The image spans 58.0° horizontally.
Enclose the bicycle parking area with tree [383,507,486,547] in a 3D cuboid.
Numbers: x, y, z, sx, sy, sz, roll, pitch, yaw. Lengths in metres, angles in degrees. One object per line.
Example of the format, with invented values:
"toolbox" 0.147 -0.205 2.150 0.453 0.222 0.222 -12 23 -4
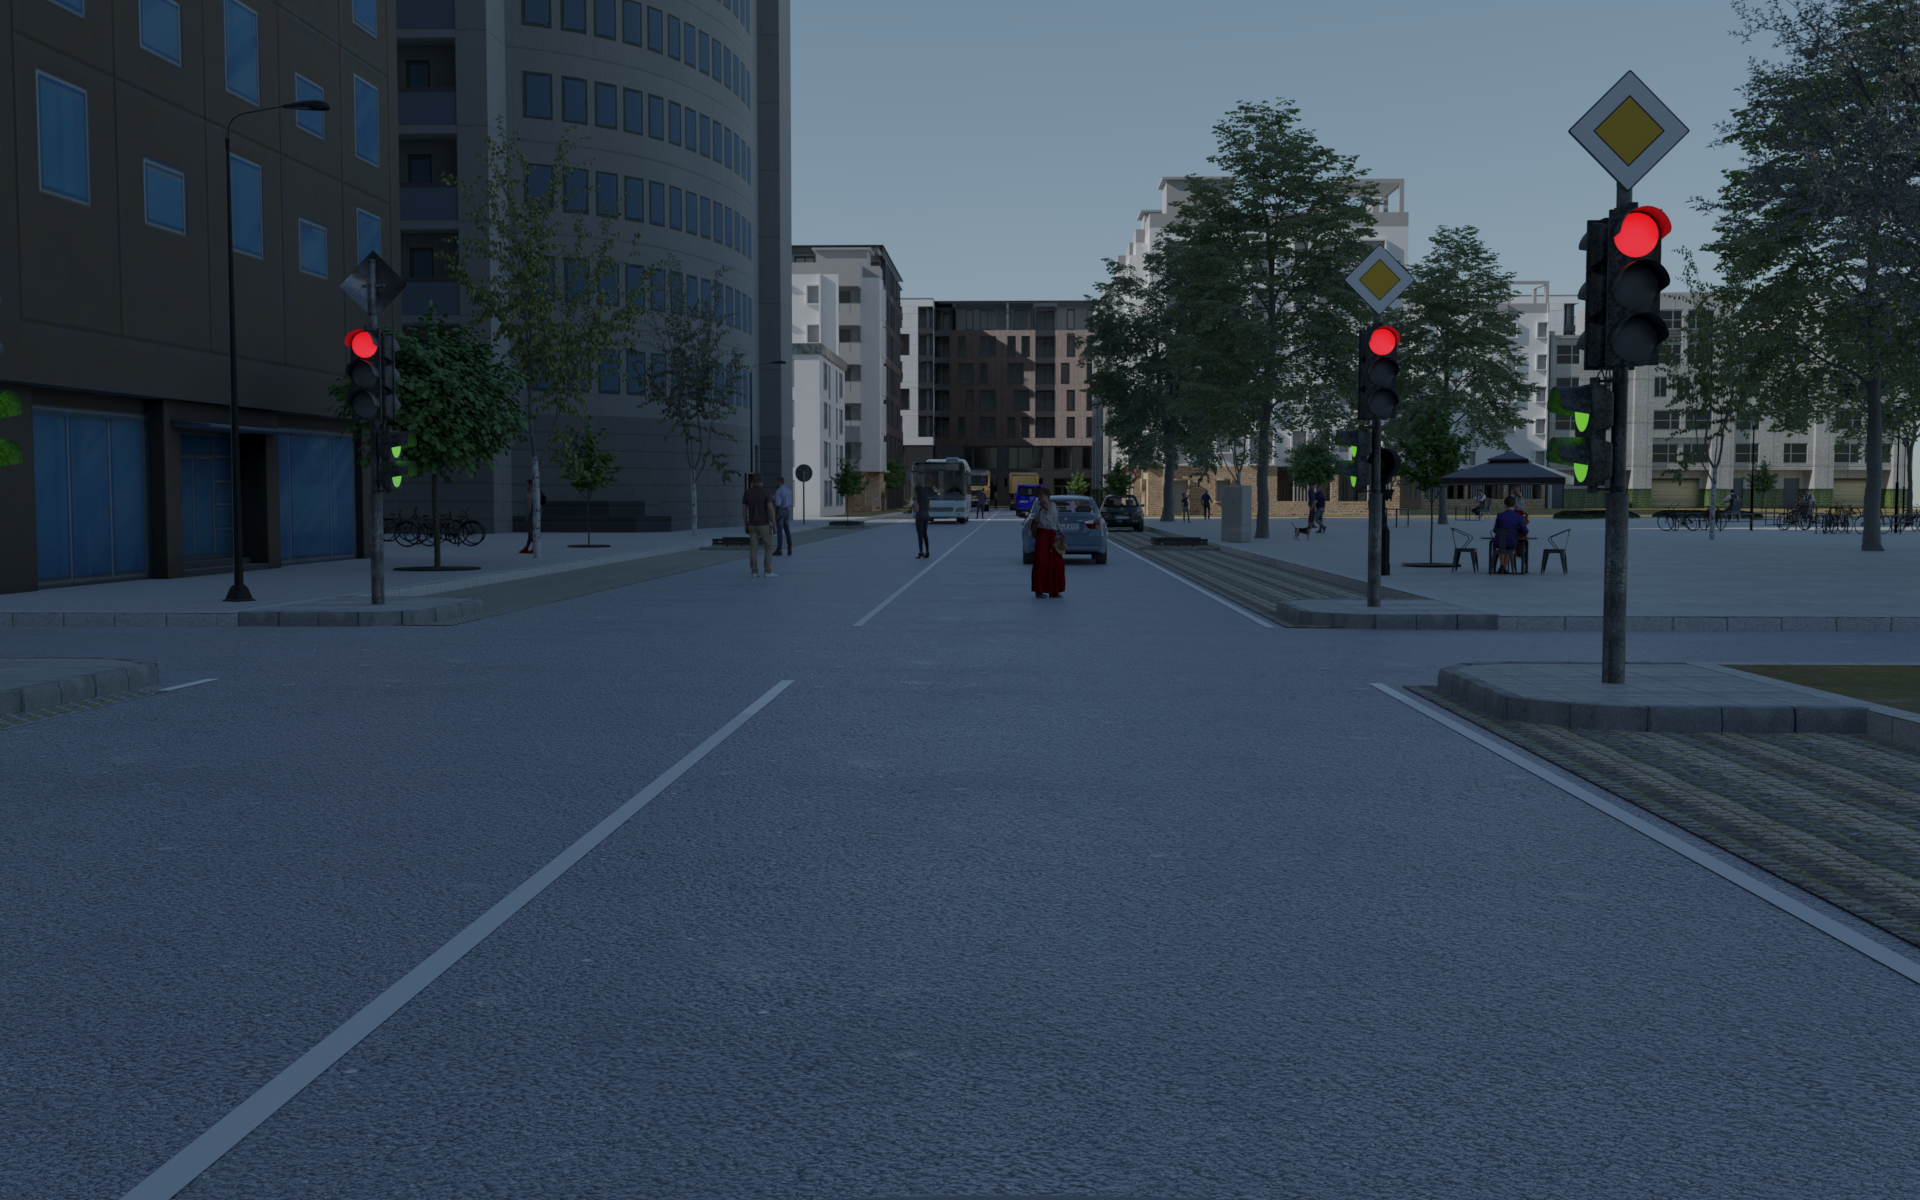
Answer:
"bicycle parking area with tree" -16.418 -3.517 44.512 9.016 4.147 8.231 0 4 -6

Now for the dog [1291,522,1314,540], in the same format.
"dog" 9.574 -1.930 48.378 0.540 0.507 0.406 -1 4 -15

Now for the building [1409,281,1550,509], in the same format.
"building" 46.536 -18.589 160.357 11.380 20.091 16.016 0 4 2

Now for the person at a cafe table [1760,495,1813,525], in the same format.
"person at a cafe table" 34.105 -3.694 71.266 1.726 1.238 1.698 3 5 43

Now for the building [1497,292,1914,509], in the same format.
"building" 67.975 -17.965 160.187 31.486 18.905 16.747 0 4 2

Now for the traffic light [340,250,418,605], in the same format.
"traffic light" -6.752 -1.903 20.028 0.839 4.253 0.868 0 4 2

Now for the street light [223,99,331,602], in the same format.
"street light" -8.100 -2.937 20.556 1.470 5.913 1.316 0 4 2

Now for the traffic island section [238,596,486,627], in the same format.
"traffic island section" -6.792 0.129 20.164 2.009 0.180 2.903 0 4 2

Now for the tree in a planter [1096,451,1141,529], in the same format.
"tree in a planter" 6.552 -4.547 71.573 1.991 3.239 1.994 0 4 2

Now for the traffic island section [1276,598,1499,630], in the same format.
"traffic island section" 4.743 0.154 19.758 2.009 0.180 2.903 0 4 2

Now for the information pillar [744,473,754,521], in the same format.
"information pillar" -7.198 -3.355 59.340 0.304 2.012 0.304 -2 4 -26

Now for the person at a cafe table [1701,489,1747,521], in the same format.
"person at a cafe table" 35.588 -4.390 80.291 1.698 1.524 1.622 -1 4 -9

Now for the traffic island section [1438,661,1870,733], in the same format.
"traffic island section" 4.464 0.642 11.778 2.009 0.180 2.903 0 4 2

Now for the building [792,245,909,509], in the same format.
"building" -22.089 -19.119 156.565 32.646 21.610 27.936 0 4 2

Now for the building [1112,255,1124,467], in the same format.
"building" 18.761 -16.174 120.868 16.016 20.091 11.380 0 4 2

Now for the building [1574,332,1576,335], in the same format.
"building" 69.331 -20.144 185.772 11.380 20.091 16.016 0 4 2

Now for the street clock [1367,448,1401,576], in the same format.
"street clock" 6.660 -1.388 27.262 0.471 2.002 0.358 3 4 37

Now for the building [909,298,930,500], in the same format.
"building" -18.614 -21.466 194.941 32.646 21.610 27.936 0 4 2

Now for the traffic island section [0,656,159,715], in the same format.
"traffic island section" -7.070 0.618 12.184 2.009 0.180 2.903 0 4 2

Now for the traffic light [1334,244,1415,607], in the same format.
"traffic light" 4.703 -1.879 19.646 0.839 4.253 0.868 0 4 2

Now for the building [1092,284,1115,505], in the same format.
"building" 20.805 -17.583 153.935 16.747 18.905 31.486 0 4 2

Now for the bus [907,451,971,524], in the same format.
"bus" -0.853 -5.634 86.972 2.948 3.499 13.247 0 4 1

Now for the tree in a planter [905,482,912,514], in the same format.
"tree in a planter" -2.880 -7.670 122.619 1.991 3.239 1.994 0 4 2

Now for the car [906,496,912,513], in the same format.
"car" -2.929 -7.147 127.072 2.015 1.641 3.980 0 4 3

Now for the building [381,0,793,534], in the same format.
"building" -19.015 -32.183 68.193 21.231 58.520 28.212 0 4 2

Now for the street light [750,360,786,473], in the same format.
"street light" -6.729 -5.371 60.363 1.470 5.913 1.316 0 4 2

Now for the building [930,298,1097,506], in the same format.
"building" 13.991 -21.359 193.201 32.646 21.610 27.936 0 4 2

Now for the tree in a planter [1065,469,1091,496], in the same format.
"tree in a planter" 8.317 -7.632 122.002 1.991 3.239 1.994 0 4 2

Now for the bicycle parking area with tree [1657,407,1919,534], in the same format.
"bicycle parking area with tree" 29.236 -4.401 58.954 9.016 4.147 8.231 -1 4 -19

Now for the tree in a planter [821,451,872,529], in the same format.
"tree in a planter" -4.664 -4.558 71.745 1.991 3.239 1.994 0 4 2

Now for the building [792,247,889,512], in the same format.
"building" -13.513 -16.802 131.132 16.016 20.091 11.380 0 4 2

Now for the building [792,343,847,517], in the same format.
"building" -11.738 -10.299 110.539 9.099 9.664 28.070 0 4 2

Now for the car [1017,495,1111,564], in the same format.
"car" 2.205 -1.513 36.736 2.014 1.417 4.499 0 4 3

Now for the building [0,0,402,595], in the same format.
"building" -18.534 -23.078 27.430 14.600 45.320 14.200 0 4 2

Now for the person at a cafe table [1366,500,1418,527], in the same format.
"person at a cafe table" 16.451 -3.428 66.914 1.726 1.238 1.698 -3 4 -38

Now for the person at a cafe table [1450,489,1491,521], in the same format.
"person at a cafe table" 24.992 -4.631 84.227 1.622 1.524 1.698 -1 4 -11

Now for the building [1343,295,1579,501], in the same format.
"building" 47.527 -21.291 192.088 32.646 21.610 27.936 0 4 2

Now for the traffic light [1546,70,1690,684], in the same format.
"traffic light" 4.424 -1.391 11.665 0.839 4.253 0.868 0 4 2

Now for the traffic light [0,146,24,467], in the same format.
"traffic light" -7.031 -1.415 12.048 0.839 4.253 0.868 0 4 2

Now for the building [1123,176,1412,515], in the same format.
"building" 18.811 -15.444 108.922 16.016 20.091 11.380 0 4 2

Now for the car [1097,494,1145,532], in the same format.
"car" 6.127 -3.475 66.597 2.009 1.686 4.222 0 4 3

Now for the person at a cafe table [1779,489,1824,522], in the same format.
"person at a cafe table" 38.685 -4.332 79.349 1.698 1.524 1.622 3 5 42
